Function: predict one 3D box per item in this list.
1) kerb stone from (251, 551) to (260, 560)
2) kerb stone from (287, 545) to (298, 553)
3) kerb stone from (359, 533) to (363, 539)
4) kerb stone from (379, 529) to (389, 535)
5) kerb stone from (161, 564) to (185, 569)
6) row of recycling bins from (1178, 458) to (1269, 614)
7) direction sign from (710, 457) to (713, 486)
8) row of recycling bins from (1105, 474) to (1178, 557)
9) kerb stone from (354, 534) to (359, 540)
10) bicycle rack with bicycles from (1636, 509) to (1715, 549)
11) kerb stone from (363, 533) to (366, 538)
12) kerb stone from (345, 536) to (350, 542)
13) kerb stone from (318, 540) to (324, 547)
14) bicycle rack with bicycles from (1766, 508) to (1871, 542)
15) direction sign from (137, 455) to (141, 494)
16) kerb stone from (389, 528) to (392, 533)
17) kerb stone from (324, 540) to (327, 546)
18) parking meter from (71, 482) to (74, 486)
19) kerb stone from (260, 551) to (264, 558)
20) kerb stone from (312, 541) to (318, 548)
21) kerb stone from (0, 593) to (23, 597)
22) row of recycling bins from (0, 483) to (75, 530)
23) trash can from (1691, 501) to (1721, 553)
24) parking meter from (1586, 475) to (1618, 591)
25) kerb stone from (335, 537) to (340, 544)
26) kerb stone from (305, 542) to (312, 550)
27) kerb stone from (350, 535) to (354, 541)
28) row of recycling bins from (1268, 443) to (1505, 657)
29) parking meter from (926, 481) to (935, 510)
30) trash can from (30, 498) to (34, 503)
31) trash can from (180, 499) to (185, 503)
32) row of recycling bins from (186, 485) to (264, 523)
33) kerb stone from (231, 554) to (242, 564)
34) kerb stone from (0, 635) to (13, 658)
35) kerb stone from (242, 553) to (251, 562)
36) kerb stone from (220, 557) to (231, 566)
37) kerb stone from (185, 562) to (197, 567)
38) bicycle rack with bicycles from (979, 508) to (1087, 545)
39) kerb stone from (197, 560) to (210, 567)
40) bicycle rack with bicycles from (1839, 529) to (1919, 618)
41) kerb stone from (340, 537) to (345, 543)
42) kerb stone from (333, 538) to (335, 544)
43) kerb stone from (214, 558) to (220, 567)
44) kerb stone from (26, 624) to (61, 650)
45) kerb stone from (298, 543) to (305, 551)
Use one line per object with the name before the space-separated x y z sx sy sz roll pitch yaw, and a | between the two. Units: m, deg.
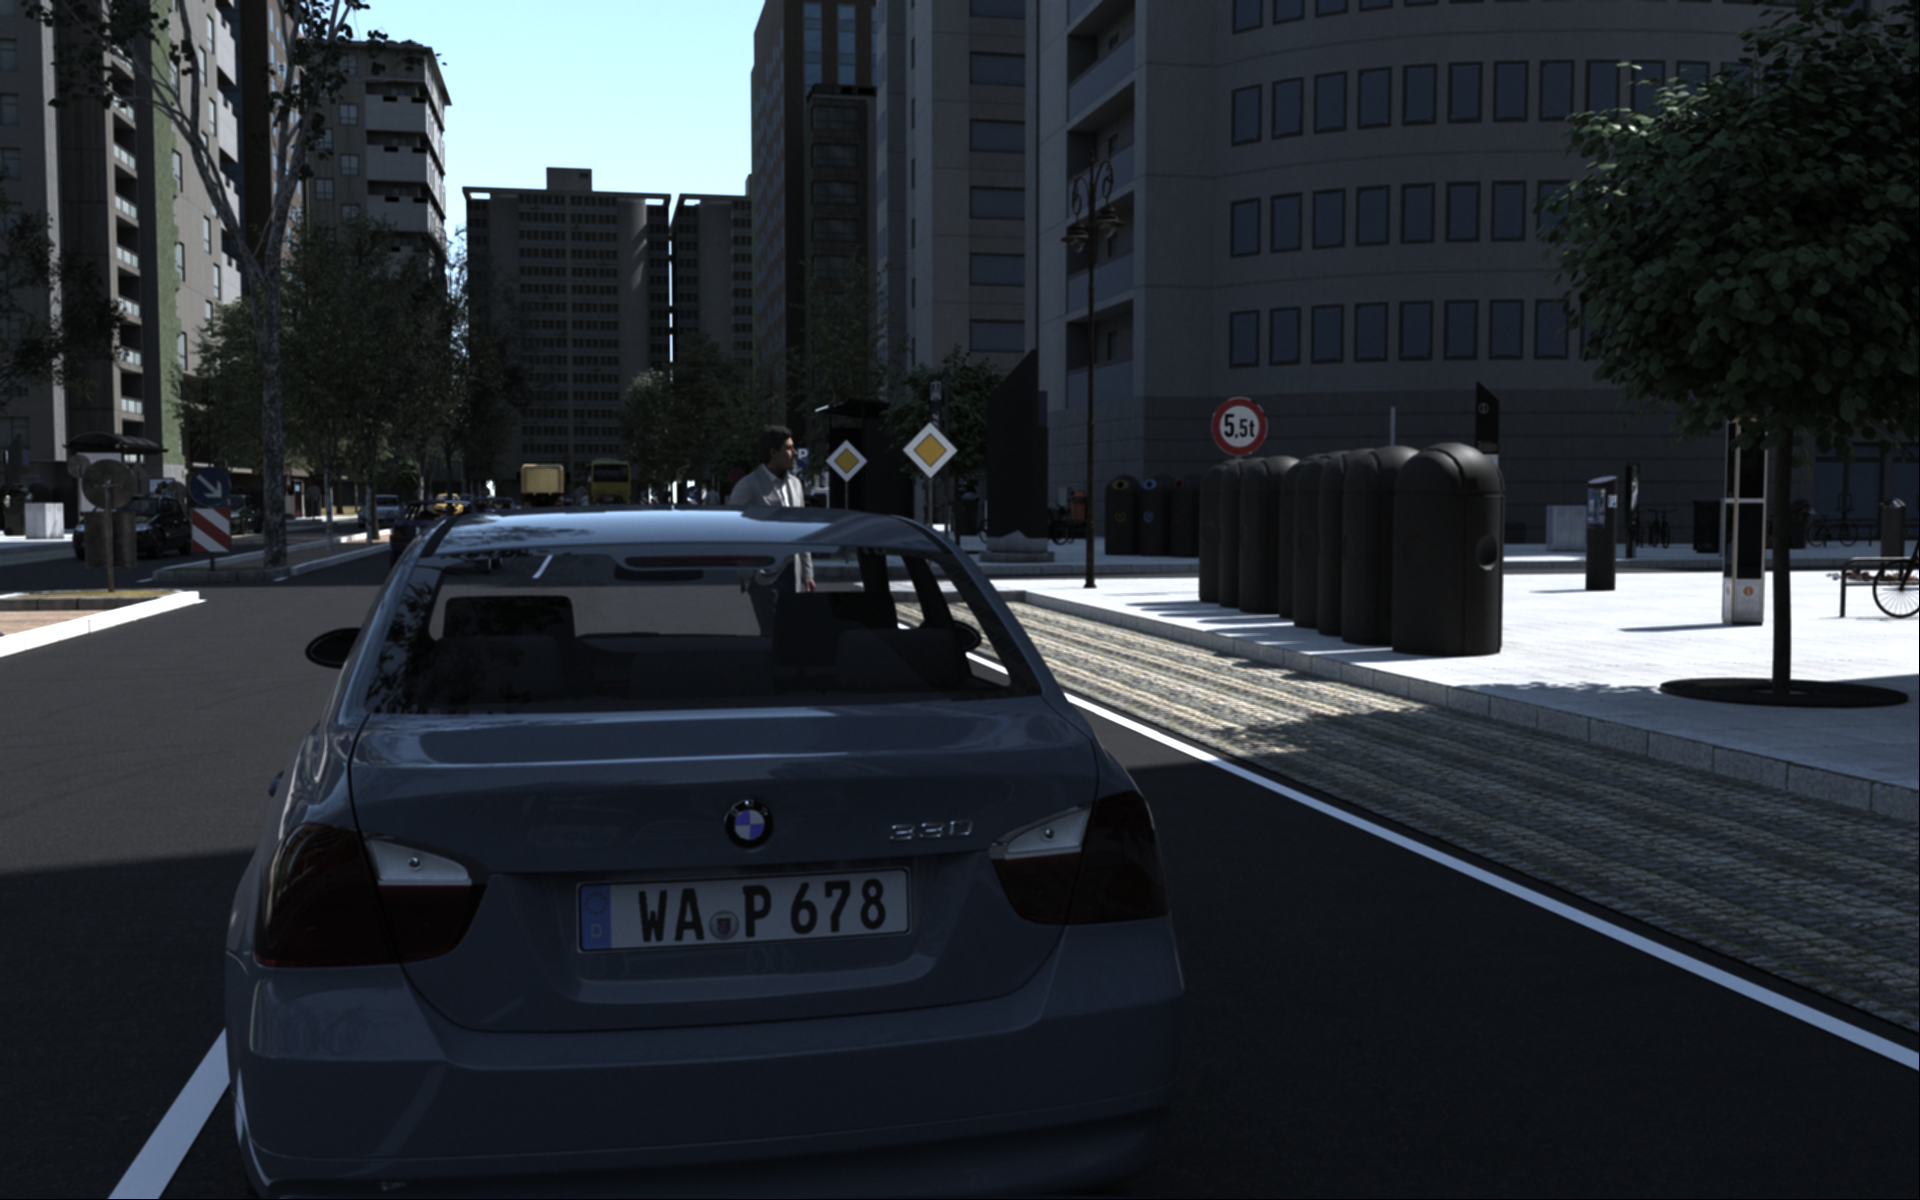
kerb stone | -15.364 -0.934 37.466 0.120 0.150 1.000 -1 4 -12
kerb stone | -16.432 -1.238 42.468 0.120 0.150 1.000 -1 4 -12
kerb stone | -18.999 -1.975 54.492 0.120 0.150 1.000 -1 4 -12
kerb stone | -20.498 -2.405 61.519 0.120 0.150 1.000 -1 4 -12
kerb stone | -13.866 -0.505 30.468 0.120 0.150 1.000 -1 4 -12
row of recycling bins | 3.480 -0.742 19.239 1.069 1.692 3.534 -1 4 -9
direction sign | -15.219 -6.974 106.026 0.379 3.537 0.876 -1 4 -17
row of recycling bins | 4.405 -1.744 35.635 1.069 1.692 3.534 -3 5 -43
kerb stone | -18.776 -1.914 53.493 0.120 0.150 1.000 -1 4 -12
bicycle rack with bicycles | 17.295 -1.730 41.670 2.852 0.926 2.925 2 4 29
kerb stone | -19.203 -2.037 55.494 0.120 0.150 1.000 -1 4 -12
kerb stone | -18.358 -1.792 51.490 0.120 0.150 1.000 -1 4 -12
kerb stone | -17.287 -1.486 46.485 0.120 0.150 1.000 -1 4 -12
bicycle rack with bicycles | 20.956 -1.805 42.894 2.925 0.926 2.852 -2 4 -28
direction sign | -38.591 -5.470 81.432 0.379 3.537 0.876 -2 4 -34
kerb stone | -20.711 -2.463 62.520 0.120 0.150 1.000 -1 4 -12
kerb stone | -17.504 -1.544 47.484 0.120 0.150 1.000 -1 4 -12
parking meter | -40.481 -4.500 79.293 0.399 1.863 0.255 3 4 37
kerb stone | -15.574 -0.995 38.469 0.120 0.150 1.000 -1 4 -12
kerb stone | -17.071 -1.424 45.481 0.120 0.150 1.000 -1 4 -12
kerb stone | -12.049 0.017 21.919 0.120 0.150 1.000 -1 4 -12
row of recycling bins | -33.904 -3.408 62.841 3.534 1.692 1.069 -3 5 -44
trash can | 16.270 -1.589 37.635 0.748 1.137 0.748 0 3 0
parking meter | 8.562 -0.899 23.114 0.372 1.533 0.369 0 3 0
kerb stone | -17.929 -1.669 49.491 0.120 0.150 1.000 -1 4 -12
kerb stone | -16.856 -1.363 44.473 0.120 0.150 1.000 -1 4 -12
kerb stone | -18.565 -1.852 52.492 0.120 0.150 1.000 -1 4 -12
row of recycling bins | 3.769 -0.503 15.335 1.069 1.692 3.534 0 4 -6
parking meter | -1.306 -4.331 76.529 0.399 1.863 0.255 0 4 7
trash can | -33.075 -3.023 61.083 0.748 1.137 0.748 0 3 0
trash can | -37.413 -4.356 82.871 0.748 1.137 0.748 0 3 0
row of recycling bins | -32.714 -4.301 77.436 3.534 1.692 1.069 -3 5 -39
kerb stone | -14.930 -0.804 35.469 0.120 0.150 1.000 -1 4 -12
kerb stone | -8.486 0.421 15.305 0.120 0.150 1.000 -1 4 -12
kerb stone | -15.153 -0.873 36.466 0.120 0.150 1.000 -1 4 -12
kerb stone | -14.721 -0.747 34.467 0.120 0.150 1.000 -1 4 -12
kerb stone | -14.083 -0.567 31.467 0.120 0.150 1.000 -1 4 -12
bicycle rack with bicycles | 2.131 -1.915 44.686 2.852 0.926 2.925 -2 4 -26
kerb stone | -14.288 -0.628 32.469 0.120 0.150 1.000 -1 4 -12
bicycle rack with bicycles | 10.430 -0.237 17.261 2.925 0.926 2.852 -1 4 -11
kerb stone | -18.136 -1.731 50.492 0.120 0.150 1.000 -1 4 -12
kerb stone | -17.716 -1.608 48.491 0.120 0.150 1.000 -1 4 -12
kerb stone | -14.510 -0.689 33.467 0.120 0.150 1.000 -1 4 -12
kerb stone | -8.701 0.365 16.307 0.120 0.150 1.000 -1 4 -12
kerb stone | -16.641 -1.301 43.474 0.120 0.150 1.000 -1 4 -12
